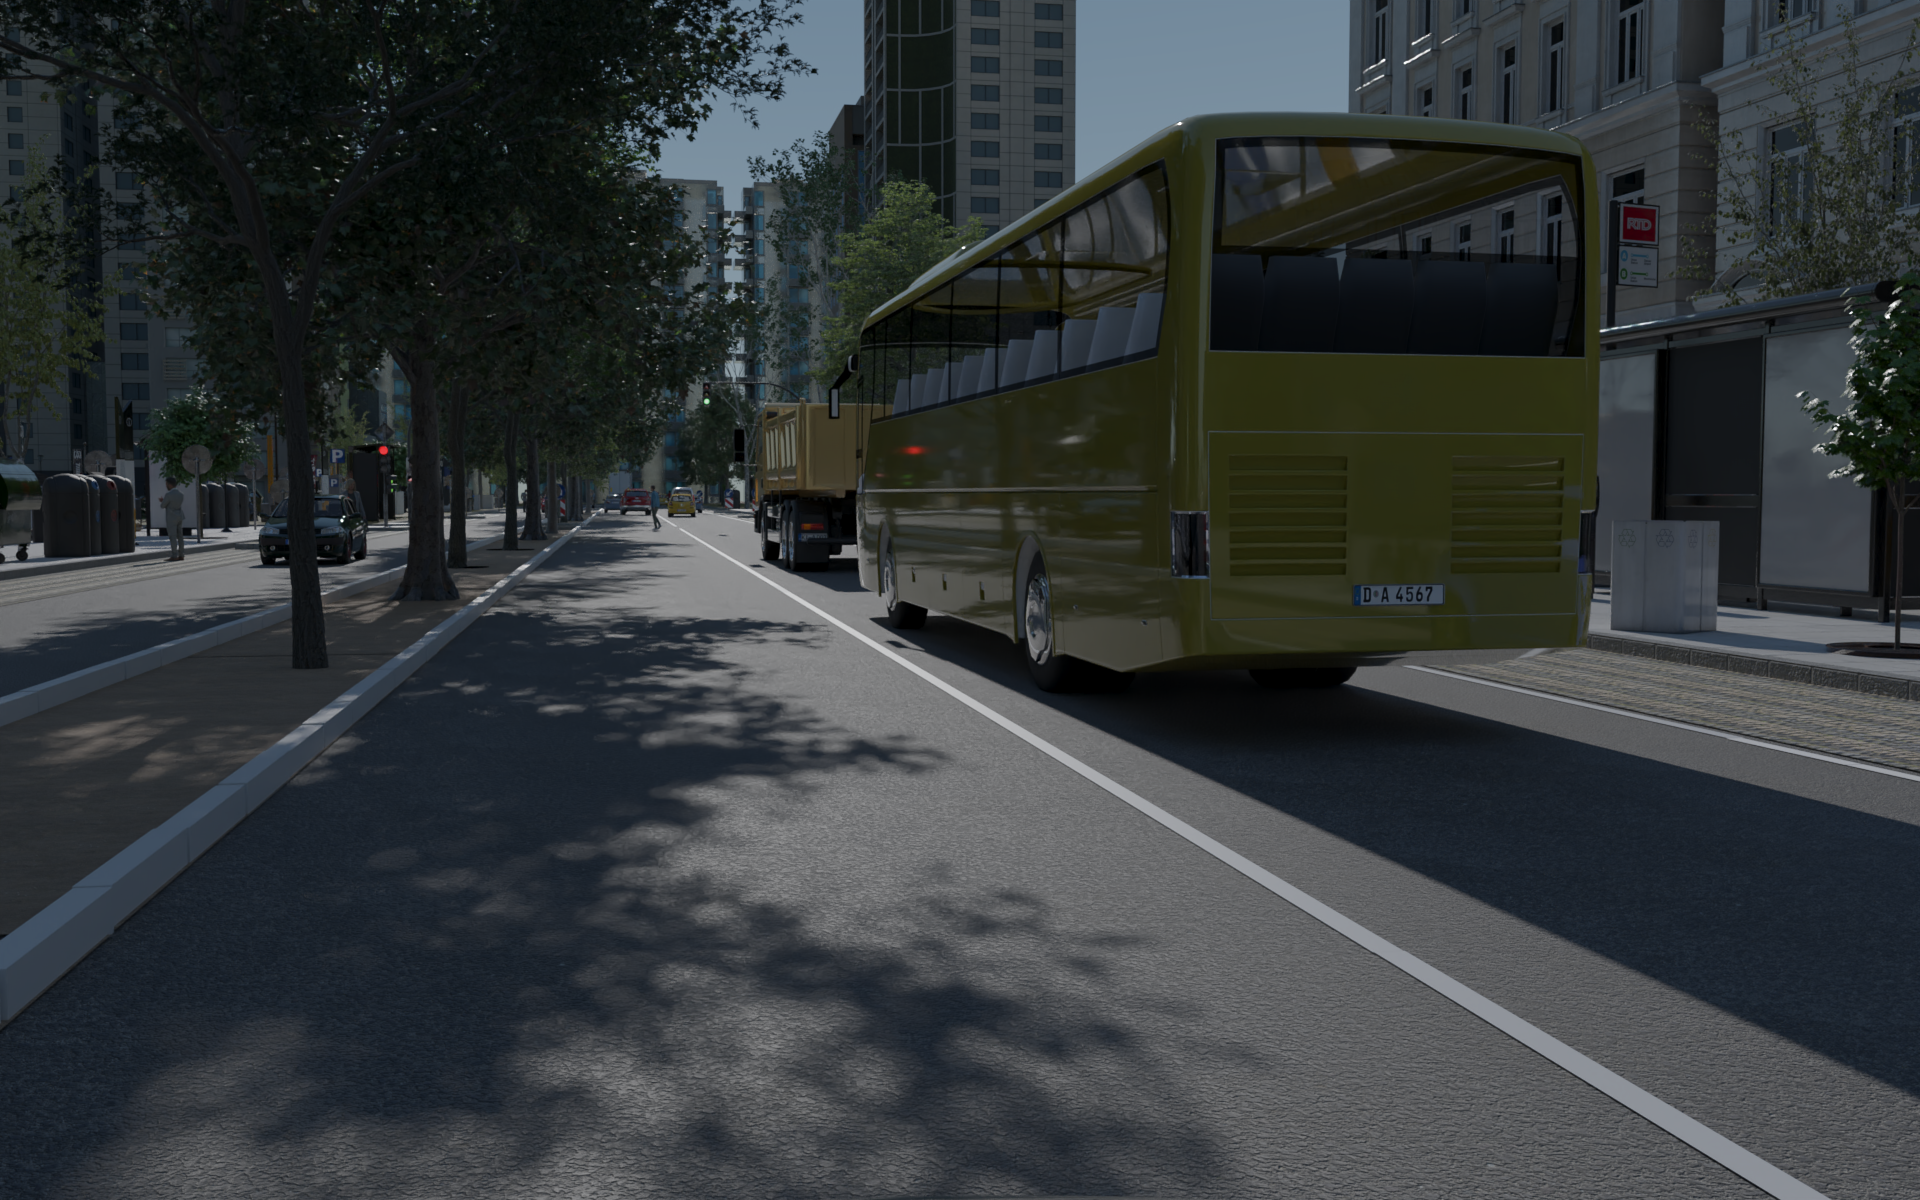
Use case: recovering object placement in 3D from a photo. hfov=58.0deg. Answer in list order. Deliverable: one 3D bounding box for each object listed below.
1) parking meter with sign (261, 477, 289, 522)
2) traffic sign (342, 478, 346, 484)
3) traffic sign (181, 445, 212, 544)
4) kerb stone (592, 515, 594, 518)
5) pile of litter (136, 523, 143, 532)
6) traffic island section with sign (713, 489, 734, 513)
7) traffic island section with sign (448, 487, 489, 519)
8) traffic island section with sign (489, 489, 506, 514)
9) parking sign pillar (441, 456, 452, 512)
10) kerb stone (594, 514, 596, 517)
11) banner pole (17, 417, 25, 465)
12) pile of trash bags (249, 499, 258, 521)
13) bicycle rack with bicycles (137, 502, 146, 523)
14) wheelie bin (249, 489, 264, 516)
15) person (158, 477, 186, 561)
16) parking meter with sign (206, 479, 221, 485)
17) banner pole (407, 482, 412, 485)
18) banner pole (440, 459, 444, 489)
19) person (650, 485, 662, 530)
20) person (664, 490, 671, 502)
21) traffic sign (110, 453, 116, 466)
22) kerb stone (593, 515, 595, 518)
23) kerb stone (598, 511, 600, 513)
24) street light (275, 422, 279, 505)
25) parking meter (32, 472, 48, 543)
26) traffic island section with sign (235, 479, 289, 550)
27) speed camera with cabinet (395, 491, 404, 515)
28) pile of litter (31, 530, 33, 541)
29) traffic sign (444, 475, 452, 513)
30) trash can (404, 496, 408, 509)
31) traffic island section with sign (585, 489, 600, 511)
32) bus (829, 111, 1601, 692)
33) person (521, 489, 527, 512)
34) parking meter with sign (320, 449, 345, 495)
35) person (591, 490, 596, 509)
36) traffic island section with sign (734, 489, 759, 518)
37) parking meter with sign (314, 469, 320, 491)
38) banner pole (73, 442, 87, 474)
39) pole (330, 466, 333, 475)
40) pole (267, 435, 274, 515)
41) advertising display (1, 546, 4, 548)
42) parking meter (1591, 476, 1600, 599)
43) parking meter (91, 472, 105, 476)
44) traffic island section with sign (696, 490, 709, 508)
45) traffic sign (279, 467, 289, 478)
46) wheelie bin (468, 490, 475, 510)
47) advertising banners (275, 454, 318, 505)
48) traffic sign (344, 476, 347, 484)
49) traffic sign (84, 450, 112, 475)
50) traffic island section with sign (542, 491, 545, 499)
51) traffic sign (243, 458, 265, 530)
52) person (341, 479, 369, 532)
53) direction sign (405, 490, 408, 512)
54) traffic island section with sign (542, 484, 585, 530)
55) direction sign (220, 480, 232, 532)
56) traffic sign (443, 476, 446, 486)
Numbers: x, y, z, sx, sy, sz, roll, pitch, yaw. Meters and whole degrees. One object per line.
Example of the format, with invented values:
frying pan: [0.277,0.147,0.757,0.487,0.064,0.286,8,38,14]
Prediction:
parking meter with sign: [-31.031,-5.067,79.108,1.738,3.016,0.543,0,4,-4]
traffic sign: [-34.930,-5.884,97.385,0.795,2.450,0.064,0,4,-5]
traffic sign: [-19.729,-2.734,44.813,0.768,2.556,0.104,0,4,-8]
kerb stone: [-20.114,-4.402,94.212,0.120,0.150,1.000,-1,4,-11]
pile of litter: [-28.391,-2.749,58.914,1.176,0.858,1.719,3,4,36]
traffic island section with sign: [-17.517,-7.433,130.163,1.989,1.847,2.006,-1,4,-11]
traffic island section with sign: [-28.438,-5.582,99.900,1.989,1.847,2.006,-1,4,-11]
traffic island section with sign: [-33.590,-7.201,126.360,1.989,1.847,2.006,-1,4,-11]
parking sign pillar: [-36.302,-8.258,123.495,1.447,3.967,1.447,2,4,32]
kerb stone: [-21.098,-4.713,99.252,0.120,0.150,1.000,-1,4,-11]
banner pole: [-28.201,-3.796,52.076,0.401,3.779,0.863,-1,4,-16]
pile of trash bags: [-34.823,-4.378,81.340,3.447,1.369,1.912,-1,4,-23]
bicycle rack with bicycles: [-37.377,-3.934,77.701,2.925,0.926,2.852,1,4,14]
wheelie bin: [-41.081,-5.702,101.134,0.693,1.594,0.980,-1,4,-13]
person: [-16.842,-1.731,36.983,0.466,1.800,0.511,0,4,-1]
parking meter with sign: [-33.768,-5.018,78.301,0.543,3.016,1.738,0,4,0]
banner pole: [-37.963,-7.939,119.819,0.863,3.779,0.401,2,4,30]
banner pole: [-35.946,-7.873,118.743,0.401,3.779,0.863,-3,5,-41]
person: [-12.057,-3.654,68.592,0.444,1.785,0.601,1,4,22]
person: [-31.277,-10.887,186.438,1.348,1.831,0.705,-3,5,-42]
traffic sign: [-26.153,-3.287,53.849,0.768,2.556,0.104,0,4,-1]
kerb stone: [-20.517,-4.527,96.229,0.120,0.150,1.000,-1,4,-11]
kerb stone: [-24.241,-5.695,115.349,0.120,0.150,1.000,-1,4,-11]
street light: [-22.377,-5.130,56.670,0.468,5.910,1.993,-1,4,-11]
parking meter: [-24.256,-2.446,45.696,0.399,1.863,0.255,-3,5,-43]
traffic island section with sign: [-17.811,-2.255,45.497,1.989,1.847,2.006,-1,4,-11]
speed camera with cabinet: [-35.523,-6.965,108.218,0.660,3.252,2.038,1,4,11]
pile of litter: [-25.767,-2.083,48.026,1.176,0.858,1.719,-2,4,-27]
traffic sign: [-33.663,-6.993,114.448,0.768,2.556,0.104,0,4,-6]
trash can: [-46.762,-8.199,145.703,0.748,1.137,0.748,0,3,0]
traffic island section with sign: [-32.138,-8.696,150.315,2.006,1.907,1.989,-1,4,-11]
bus: [1.114,-1.465,15.498,2.896,3.916,12.252,-1,4,-12]
person: [-34.137,-7.779,135.867,0.592,1.802,0.473,3,4,38]
parking meter with sign: [-23.852,-4.270,66.069,0.543,3.016,1.738,-1,4,-11]
person: [-34.973,-9.564,164.850,0.705,1.826,1.348,1,4,17]
traffic island section with sign: [-12.228,-5.778,103.090,1.989,1.847,2.006,-1,4,-11]
parking meter with sign: [-44.688,-7.548,119.669,1.738,3.016,0.543,3,5,41]
banner pole: [-42.661,-5.754,84.101,0.863,3.779,0.401,0,4,7]
pole: [-45.763,-8.096,126.208,0.158,3.312,0.155,0,3,0]
pole: [-23.868,-4.045,59.987,0.158,3.312,0.155,0,3,0]
advertising display: [-23.173,-2.196,41.116,0.974,1.923,0.123,0,4,3]
parking meter: [7.586,-0.947,21.196,0.399,1.863,0.255,3,4,37]
parking meter: [-22.861,-2.465,46.018,0.399,1.863,0.255,3,4,37]
traffic island section with sign: [-27.009,-10.408,178.792,1.989,1.847,2.006,-1,4,-11]
traffic sign: [-30.954,-4.874,79.794,0.768,2.556,0.104,-1,4,-9]
wheelie bin: [-38.854,-7.902,137.101,0.980,1.594,0.693,0,4,-1]
advertising banners: [-29.105,-4.877,75.920,0.090,3.025,2.074,3,5,42]
traffic sign: [-35.319,-6.050,100.100,0.795,2.450,0.064,0,4,-4]
traffic sign: [-25.002,-3.068,50.261,0.768,2.556,0.104,-1,4,-10]
traffic island section with sign: [-48.588,-11.896,203.121,1.989,1.847,2.006,-1,4,-11]
traffic sign: [-25.260,-3.786,61.999,0.768,2.556,0.104,0,4,-4]
person: [-14.595,-2.019,41.701,0.709,1.800,0.728,-2,4,-35]
direction sign: [-38.861,-7.913,121.382,0.876,3.537,0.379,2,4,34]
traffic island section with sign: [-17.735,-4.185,76.564,2.006,1.907,1.989,-1,4,-11]
direction sign: [-24.905,-4.079,58.696,0.876,3.537,0.379,1,4,23]
traffic sign: [-36.490,-7.456,122.003,0.768,2.556,0.104,0,4,-1]
